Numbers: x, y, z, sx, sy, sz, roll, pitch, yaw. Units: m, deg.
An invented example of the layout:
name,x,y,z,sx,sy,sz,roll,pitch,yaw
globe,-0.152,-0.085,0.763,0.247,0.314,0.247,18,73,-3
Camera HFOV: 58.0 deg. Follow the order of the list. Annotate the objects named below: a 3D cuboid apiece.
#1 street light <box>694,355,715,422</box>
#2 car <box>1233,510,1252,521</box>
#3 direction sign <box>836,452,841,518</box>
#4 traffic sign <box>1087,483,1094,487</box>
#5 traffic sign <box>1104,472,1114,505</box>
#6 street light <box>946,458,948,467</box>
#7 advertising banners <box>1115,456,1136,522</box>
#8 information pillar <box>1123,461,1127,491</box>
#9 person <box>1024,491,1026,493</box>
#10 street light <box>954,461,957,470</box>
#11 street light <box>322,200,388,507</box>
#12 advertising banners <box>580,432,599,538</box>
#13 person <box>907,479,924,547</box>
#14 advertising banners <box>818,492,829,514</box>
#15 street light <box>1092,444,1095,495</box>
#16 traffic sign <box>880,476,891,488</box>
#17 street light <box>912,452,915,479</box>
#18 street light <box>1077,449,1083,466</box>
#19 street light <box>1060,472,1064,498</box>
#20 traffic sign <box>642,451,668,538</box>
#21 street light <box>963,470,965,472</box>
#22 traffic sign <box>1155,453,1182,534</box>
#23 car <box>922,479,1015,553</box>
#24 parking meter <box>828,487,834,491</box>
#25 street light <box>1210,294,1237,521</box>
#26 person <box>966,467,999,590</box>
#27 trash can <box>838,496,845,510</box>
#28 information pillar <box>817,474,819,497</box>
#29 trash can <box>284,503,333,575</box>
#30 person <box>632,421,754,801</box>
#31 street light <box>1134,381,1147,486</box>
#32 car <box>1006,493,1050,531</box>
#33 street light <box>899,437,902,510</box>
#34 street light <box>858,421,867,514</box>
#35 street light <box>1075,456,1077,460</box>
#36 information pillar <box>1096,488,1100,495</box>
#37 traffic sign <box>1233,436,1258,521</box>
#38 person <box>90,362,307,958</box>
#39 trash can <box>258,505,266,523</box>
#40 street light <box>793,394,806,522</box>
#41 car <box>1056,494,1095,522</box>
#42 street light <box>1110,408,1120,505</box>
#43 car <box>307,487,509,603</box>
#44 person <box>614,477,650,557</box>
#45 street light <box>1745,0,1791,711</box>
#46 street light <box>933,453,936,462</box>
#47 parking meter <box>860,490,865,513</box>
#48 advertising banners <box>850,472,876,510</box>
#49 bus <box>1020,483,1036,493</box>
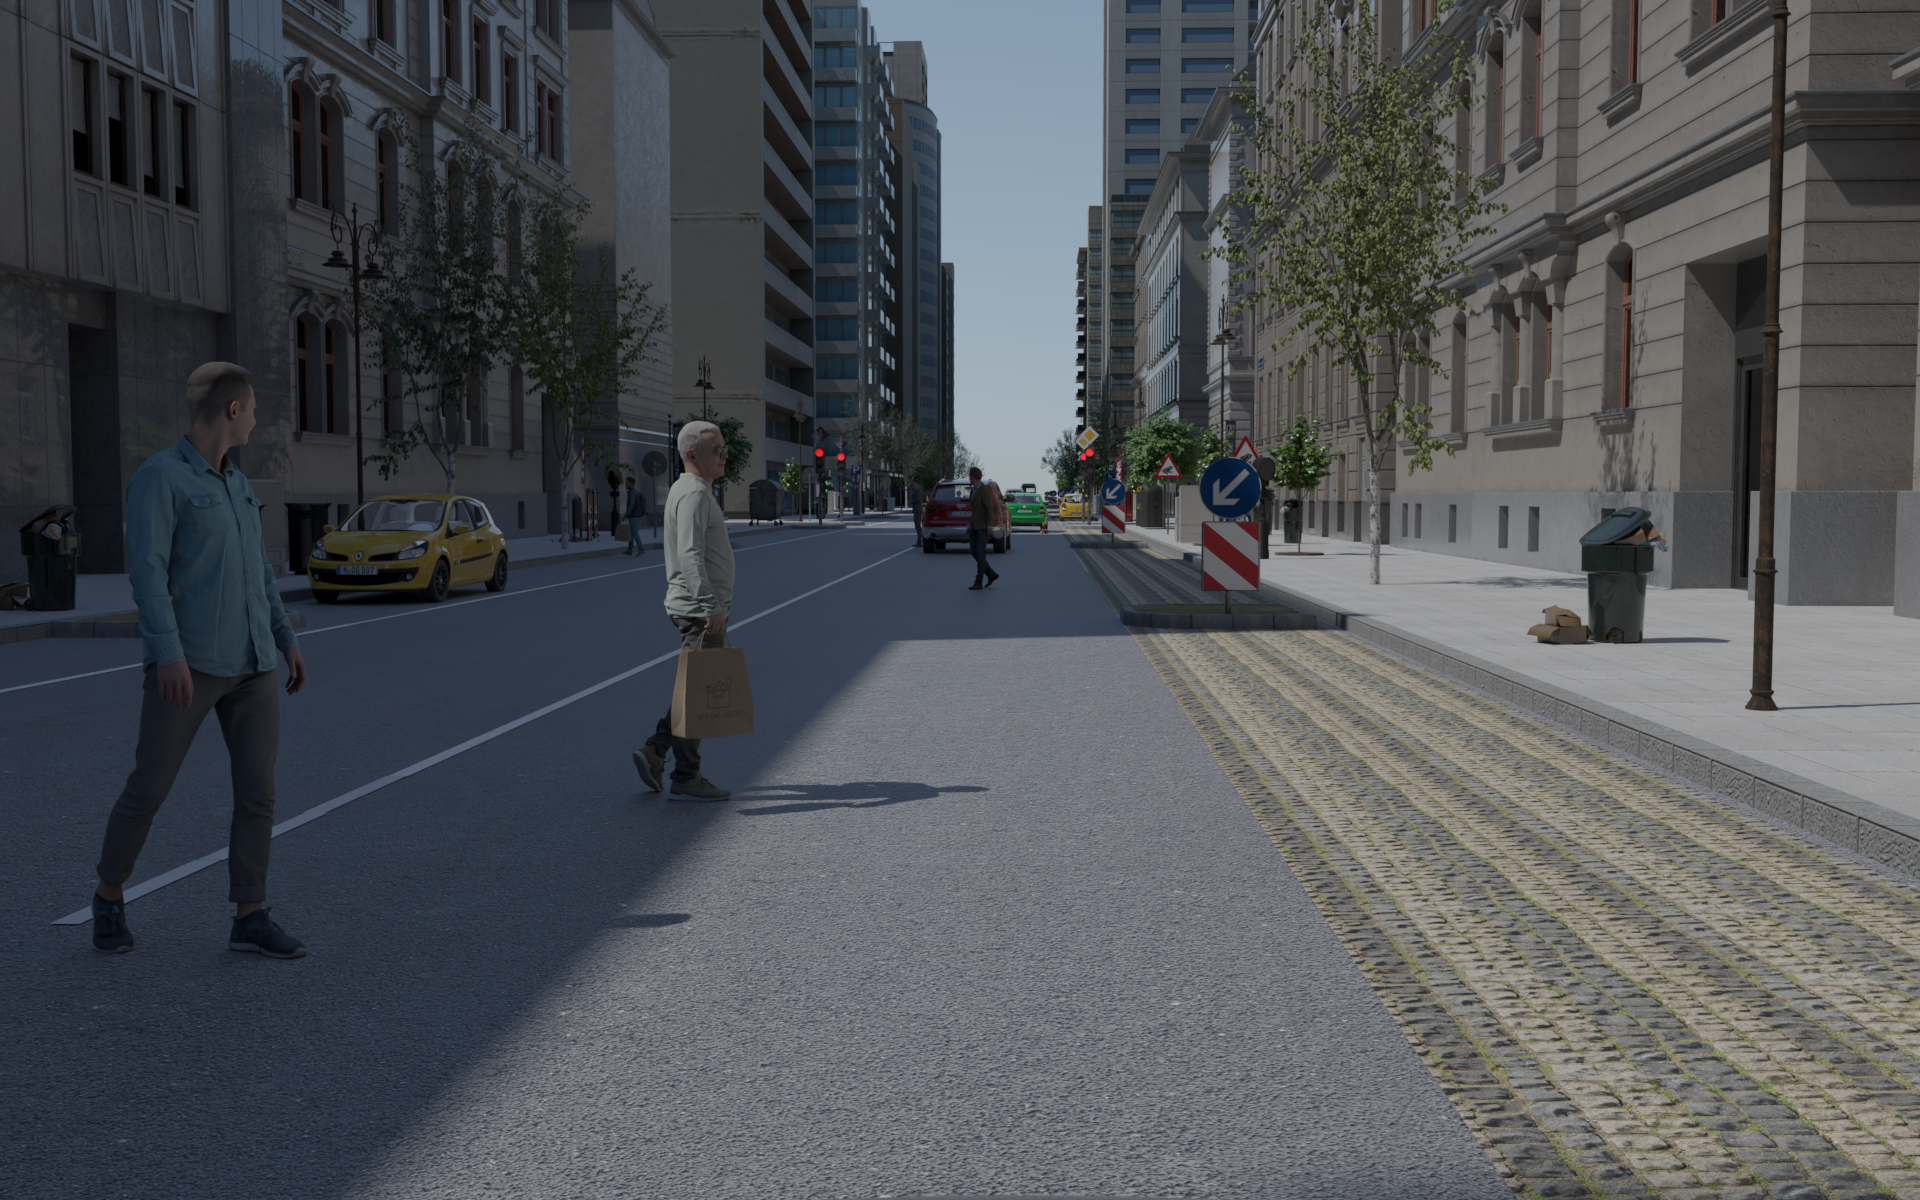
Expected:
name,x,y,z,sx,sy,sz,roll,pitch,yaw
street light,-8.470,-5.184,57.553,0.468,5.910,1.993,0,4,2
car,13.495,-3.791,73.984,4.499,1.417,2.014,0,4,4
direction sign,-6.503,-6.219,93.673,0.379,3.537,0.876,0,4,7
traffic sign,10.095,-8.164,133.582,0.768,2.556,0.104,0,4,6
traffic sign,8.809,-6.205,101.554,0.768,2.556,0.104,1,4,10
street light,-1.641,-14.990,217.868,0.468,5.910,1.993,0,4,2
advertising banners,7.832,-5.123,79.941,0.090,3.025,2.074,-3,4,-37
information pillar,11.606,-8.023,122.526,0.504,3.616,0.183,-3,4,-38
person,6.554,-10.011,173.125,0.756,1.711,0.436,-1,4,-9
street light,-0.711,-16.311,239.466,0.468,5.910,1.993,0,4,2
street light,-9.587,-3.352,27.598,0.468,5.910,1.993,0,4,2
advertising banners,-10.604,-3.262,49.518,0.090,3.025,2.074,0,4,1
person,-1.212,-2.368,47.016,0.447,1.846,0.655,0,4,1
advertising banners,-9.455,-7.046,111.391,2.074,3.025,0.090,-1,4,-17
street light,9.625,-9.231,123.716,0.468,5.910,1.993,0,4,2
traffic sign,-5.282,-7.514,122.953,0.768,2.556,0.104,0,4,7
street light,-4.194,-11.230,156.394,0.468,5.910,1.993,0,4,2
street light,10.850,-11.069,153.765,0.468,5.910,1.993,0,4,2
street light,16.359,-18.945,282.537,0.468,5.910,1.993,0,4,2
traffic sign,-8.988,-3.113,51.006,0.768,2.556,0.104,0,4,3
street light,0.651,-18.142,269.409,0.468,5.910,1.993,0,4,2
traffic sign,6.655,-3.385,55.346,0.884,2.594,0.081,1,4,12
car,0.216,-2.133,43.545,2.281,1.827,5.304,0,4,4
parking meter,-9.684,-7.617,130.252,0.255,1.863,0.399,2,4,34
street light,6.084,-4.123,40.198,0.468,5.910,1.993,0,4,2
person,0.305,-1.087,26.188,0.656,1.842,0.836,2,4,34
trash can,-9.685,-7.955,141.715,0.748,1.137,0.748,0,3,0
information pillar,-12.502,-9.821,151.925,0.183,3.616,0.504,2,4,34
trash can,-10.381,-0.975,27.602,0.748,1.137,0.748,0,3,0
person,-1.242,0.062,7.980,0.515,1.767,0.782,-1,4,-14
street light,7.340,-5.988,70.695,0.468,5.910,1.993,0,4,2
car,2.452,-3.508,66.159,1.959,1.807,4.718,0,4,2
street light,-4.771,-10.282,140.890,0.468,5.910,1.993,0,4,2
street light,-6.182,-8.388,109.929,0.468,5.910,1.993,0,4,2
street light,11.456,-12.035,169.558,0.468,5.910,1.993,0,4,2
information pillar,11.630,-8.642,145.795,0.304,2.012,0.304,1,4,13
traffic sign,6.345,-2.359,38.567,0.884,2.594,0.081,0,4,6
person,-2.382,0.179,5.433,0.748,1.841,0.638,2,4,28
trash can,-9.669,-0.704,23.171,0.748,1.137,0.748,0,3,0
street light,-7.370,-6.556,79.977,0.468,5.910,1.993,0,4,2
car,6.004,-4.865,89.766,2.015,1.641,3.980,0,4,2
street light,8.331,-7.358,93.086,0.468,5.910,1.993,0,4,2
car,-7.635,-0.851,24.130,2.015,1.641,3.980,0,4,3
person,-7.451,-1.885,39.297,0.713,1.824,0.794,1,4,18
street light,4.775,-2.285,10.141,0.468,5.910,1.993,0,4,2
street light,-2.824,-13.139,187.617,0.468,5.910,1.993,0,4,2
parking meter,-6.578,-6.609,116.467,0.372,1.533,0.369,0,3,0
advertising banners,-7.837,-8.778,139.704,2.074,3.025,0.090,0,4,7
bus,11.848,-18.885,303.621,2.948,3.499,13.247,0,4,0
